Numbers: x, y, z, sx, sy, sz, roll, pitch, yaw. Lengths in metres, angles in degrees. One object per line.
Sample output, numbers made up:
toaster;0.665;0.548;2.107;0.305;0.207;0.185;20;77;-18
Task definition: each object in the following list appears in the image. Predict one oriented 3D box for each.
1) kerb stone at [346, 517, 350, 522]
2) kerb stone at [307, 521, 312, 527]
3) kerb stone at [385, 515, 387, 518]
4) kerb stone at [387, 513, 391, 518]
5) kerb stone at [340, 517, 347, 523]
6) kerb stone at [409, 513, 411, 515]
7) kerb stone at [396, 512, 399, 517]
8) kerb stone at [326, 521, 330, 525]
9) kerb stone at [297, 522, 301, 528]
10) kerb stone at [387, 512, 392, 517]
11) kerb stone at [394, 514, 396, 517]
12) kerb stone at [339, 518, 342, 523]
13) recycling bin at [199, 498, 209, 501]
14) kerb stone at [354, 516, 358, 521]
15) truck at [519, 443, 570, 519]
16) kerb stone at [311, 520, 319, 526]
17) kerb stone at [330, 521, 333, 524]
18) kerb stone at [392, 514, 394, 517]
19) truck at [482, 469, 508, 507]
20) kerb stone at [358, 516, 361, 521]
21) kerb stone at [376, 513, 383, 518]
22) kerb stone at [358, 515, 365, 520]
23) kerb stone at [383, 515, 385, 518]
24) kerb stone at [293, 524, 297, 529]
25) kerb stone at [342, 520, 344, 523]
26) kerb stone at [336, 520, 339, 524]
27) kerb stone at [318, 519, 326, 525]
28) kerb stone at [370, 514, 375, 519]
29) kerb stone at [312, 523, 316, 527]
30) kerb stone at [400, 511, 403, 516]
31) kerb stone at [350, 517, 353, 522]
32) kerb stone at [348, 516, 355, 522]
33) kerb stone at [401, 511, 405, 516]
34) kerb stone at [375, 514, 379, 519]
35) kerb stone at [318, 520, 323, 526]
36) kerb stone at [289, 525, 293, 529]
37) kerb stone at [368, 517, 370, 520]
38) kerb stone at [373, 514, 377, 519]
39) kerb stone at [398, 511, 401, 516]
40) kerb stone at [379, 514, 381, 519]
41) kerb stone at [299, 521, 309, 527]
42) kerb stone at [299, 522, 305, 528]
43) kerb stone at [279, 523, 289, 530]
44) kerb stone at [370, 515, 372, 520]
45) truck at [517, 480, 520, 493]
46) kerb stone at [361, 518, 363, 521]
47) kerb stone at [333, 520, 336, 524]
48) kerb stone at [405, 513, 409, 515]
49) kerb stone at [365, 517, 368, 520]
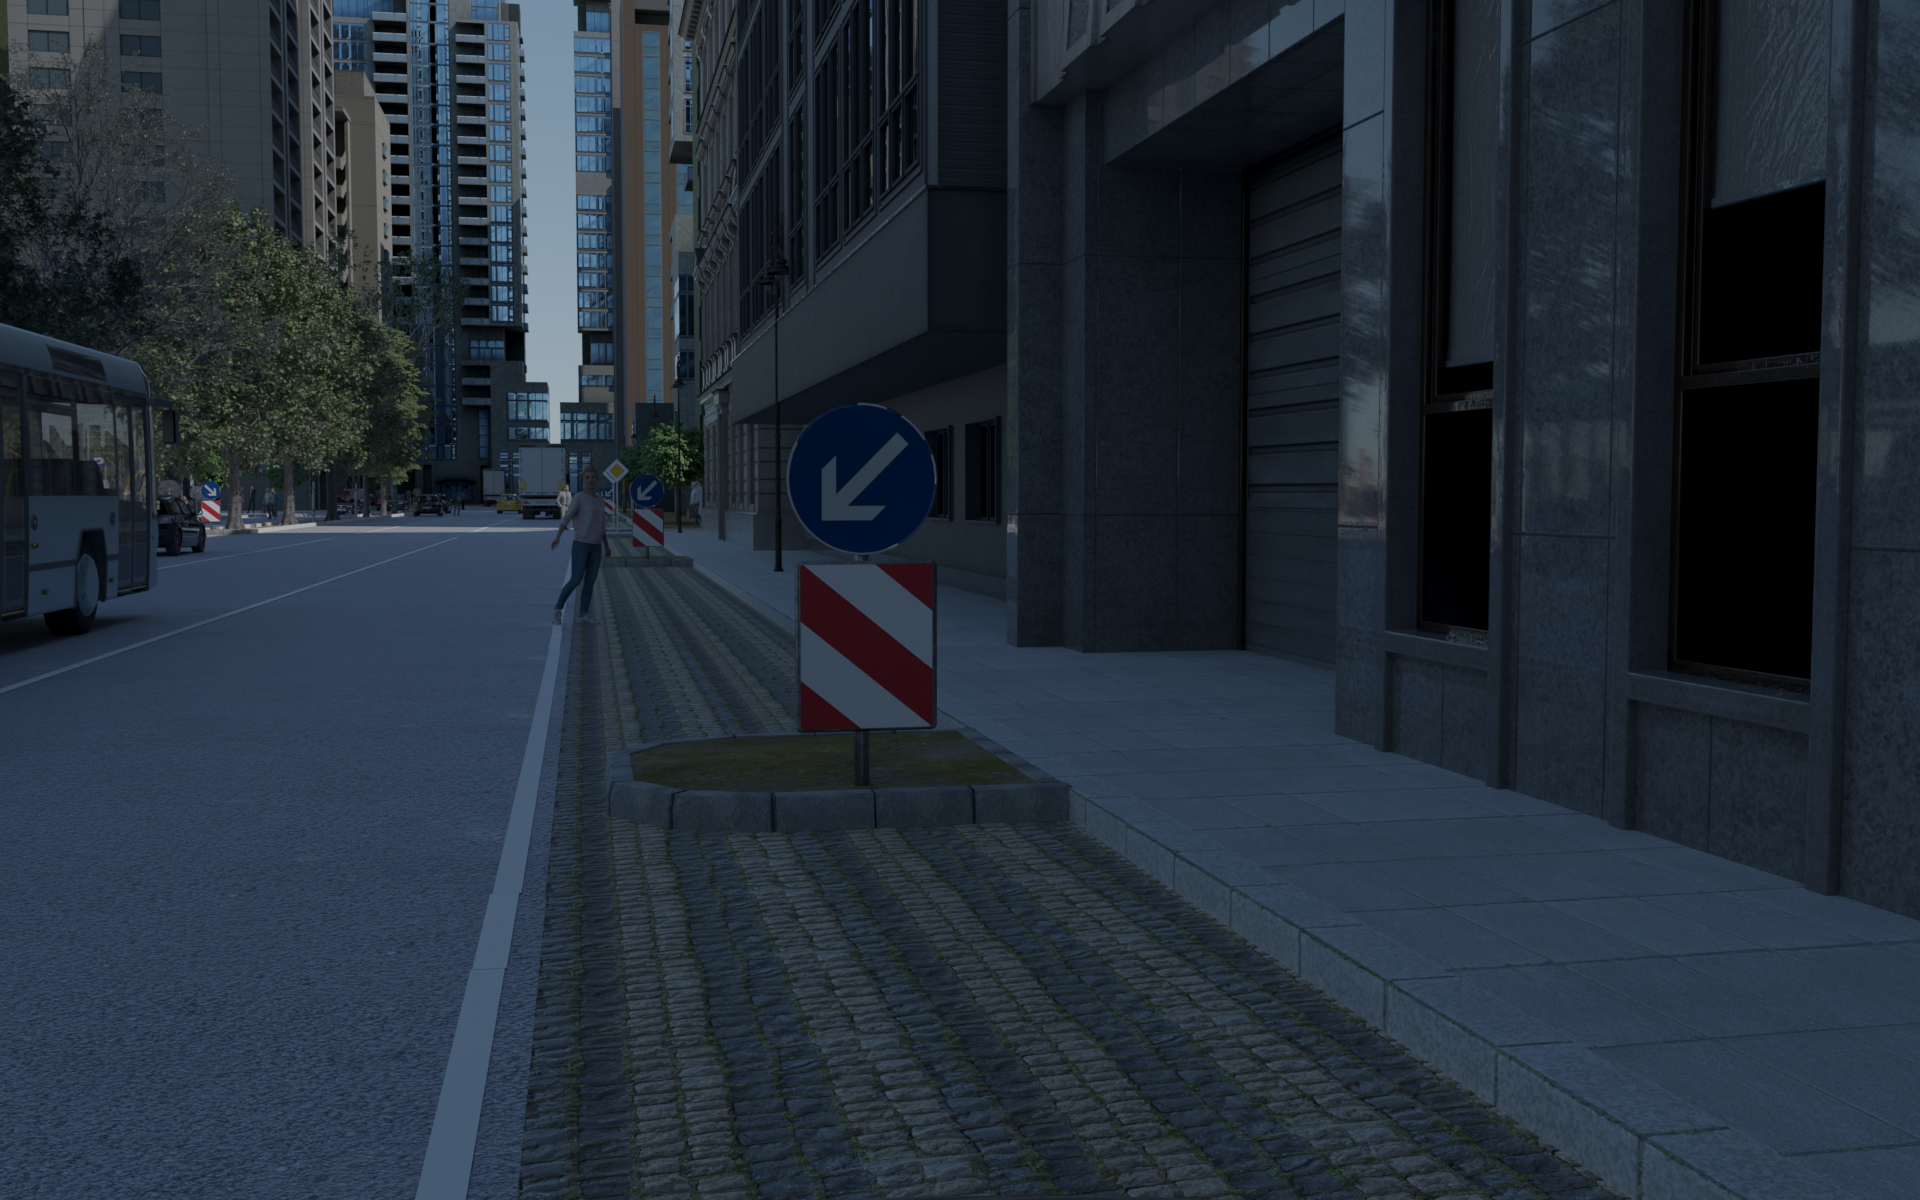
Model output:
kerb stone;-30.999;-3.981;87.284;0.120;0.150;1.000;-1;4;-12
kerb stone;-28.393;-3.241;75.243;0.120;0.150;1.000;-1;4;-12
kerb stone;-34.471;-4.963;103.346;0.120;0.150;1.000;-1;4;-12
kerb stone;-34.897;-5.084;105.349;0.120;0.150;1.000;-1;4;-12
kerb stone;-30.778;-3.916;86.278;0.120;0.150;1.000;-1;4;-12
kerb stone;-37.506;-5.821;117.376;0.120;0.150;1.000;-1;4;-12
kerb stone;-35.995;-5.390;110.355;0.120;0.150;1.000;-1;4;-12
kerb stone;-29.472;-3.552;80.268;0.120;0.150;1.000;-1;4;-12
kerb stone;-27.744;-3.059;72.240;0.120;0.150;1.000;-1;4;-12
kerb stone;-35.123;-5.147;106.348;0.120;0.150;1.000;-1;4;-12
kerb stone;-35.551;-5.269;108.350;0.120;0.150;1.000;-1;4;-12
kerb stone;-30.352;-3.797;84.275;0.120;0.150;1.000;-1;4;-12
recycling bin;-55.687;-7.029;127.473;0.722;1.027;0.722;-3;4;-37
kerb stone;-31.654;-4.163;90.312;0.120;0.150;1.000;-1;4;-12
truck;-24.376;-6.891;101.584;2.839;4.237;11.283;-1;4;-12
kerb stone;-28.827;-3.366;77.251;0.120;0.150;1.000;-1;4;-12
kerb stone;-29.695;-3.606;81.269;0.120;0.150;1.000;-1;4;-12
kerb stone;-35.336;-5.208;107.351;0.120;0.150;1.000;-1;4;-12
truck;-53.128;-12.784;197.924;2.839;4.237;11.283;-1;4;-14
kerb stone;-31.868;-4.228;91.316;0.120;0.150;1.000;-1;4;-12
kerb stone;-34.035;-4.835;101.348;0.120;0.150;1.000;-1;4;-12
kerb stone;-32.301;-4.350;93.315;0.120;0.150;1.000;-1;4;-12
kerb stone;-34.256;-4.900;102.346;0.120;0.150;1.000;-1;4;-12
kerb stone;-27.527;-3.000;71.241;0.120;0.150;1.000;-1;4;-12
kerb stone;-30.567;-3.853;85.275;0.120;0.150;1.000;-1;4;-12
kerb stone;-30.123;-3.734;83.278;0.120;0.150;1.000;-1;4;-12
kerb stone;-29.260;-3.490;79.268;0.120;0.150;1.000;-1;4;-12
kerb stone;-33.168;-4.593;97.327;0.120;0.150;1.000;-1;4;-12
kerb stone;-28.611;-3.306;76.247;0.120;0.150;1.000;-1;4;-12
kerb stone;-36.417;-5.515;112.369;0.120;0.150;1.000;-1;4;-12
kerb stone;-31.219;-4.042;88.290;0.120;0.150;1.000;-1;4;-12
kerb stone;-31.442;-4.104;89.300;0.120;0.150;1.000;-1;4;-12
kerb stone;-36.638;-5.576;113.371;0.120;0.150;1.000;-1;4;-12
kerb stone;-33.610;-4.719;99.343;0.120;0.150;1.000;-1;4;-12
kerb stone;-29.048;-3.421;78.268;0.120;0.150;1.000;-1;4;-12
kerb stone;-27.312;-2.938;70.236;0.120;0.150;1.000;-1;4;-12
kerb stone;-32.732;-4.473;95.324;0.120;0.150;1.000;-1;4;-12
kerb stone;-33.384;-4.657;98.335;0.120;0.150;1.000;-1;4;-12
kerb stone;-36.204;-5.454;111.363;0.120;0.150;1.000;-1;4;-12
kerb stone;-33.822;-4.780;100.347;0.120;0.150;1.000;-1;4;-12
kerb stone;-28.177;-3.180;74.243;0.120;0.150;1.000;-1;4;-12
kerb stone;-27.969;-3.122;73.242;0.120;0.150;1.000;-1;4;-12
kerb stone;-27.086;-2.875;69.231;0.120;0.150;1.000;-1;4;-12
kerb stone;-32.957;-4.534;96.327;0.120;0.150;1.000;-1;4;-12
truck;-49.112;-12.391;198.519;3.469;3.379;9.791;-1;4;-12
kerb stone;-32.087;-4.289;92.315;0.120;0.150;1.000;-1;4;-12
kerb stone;-29.921;-3.675;82.276;0.120;0.150;1.000;-1;4;-12
kerb stone;-37.291;-5.760;116.375;0.120;0.150;1.000;-1;4;-12
kerb stone;-32.523;-4.411;94.317;0.120;0.150;1.000;-1;4;-12
